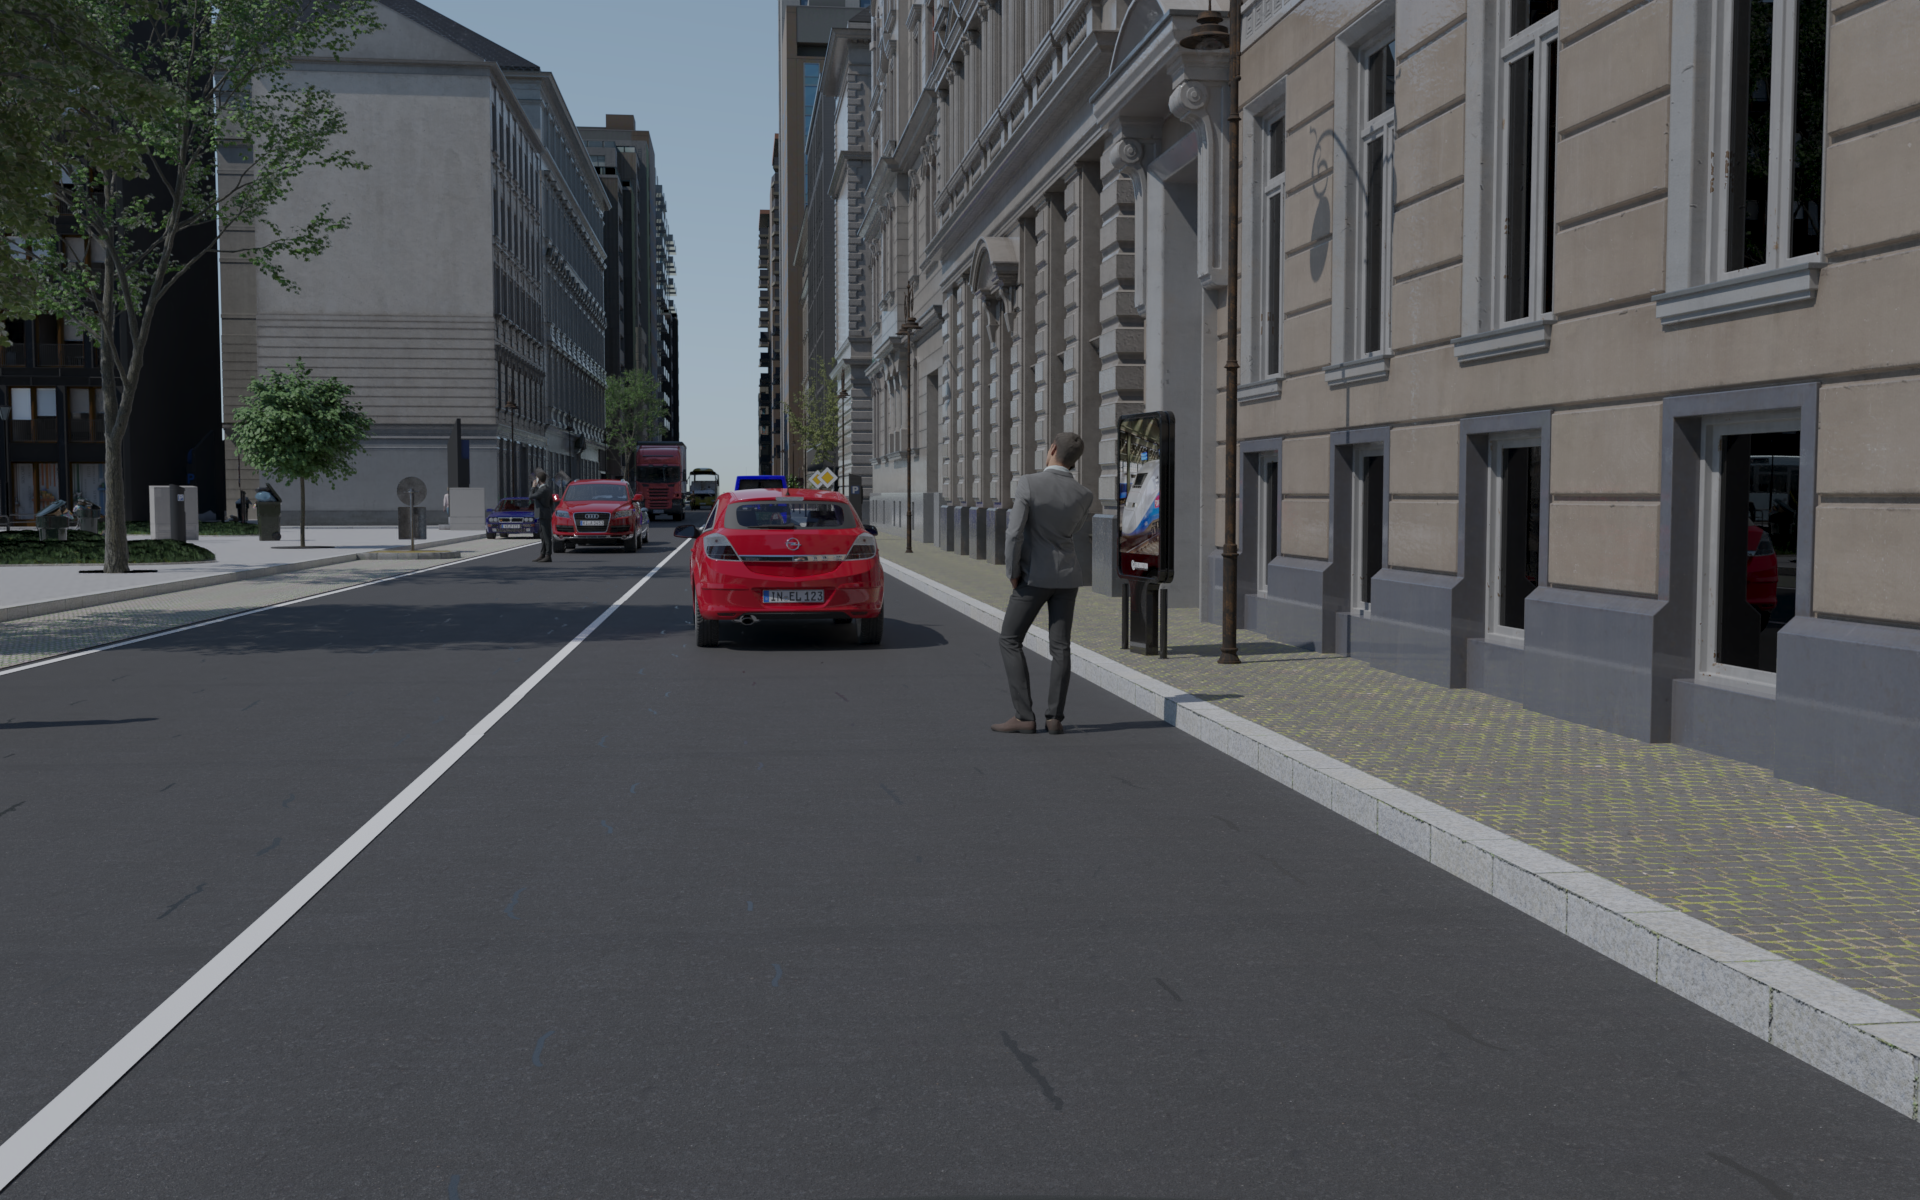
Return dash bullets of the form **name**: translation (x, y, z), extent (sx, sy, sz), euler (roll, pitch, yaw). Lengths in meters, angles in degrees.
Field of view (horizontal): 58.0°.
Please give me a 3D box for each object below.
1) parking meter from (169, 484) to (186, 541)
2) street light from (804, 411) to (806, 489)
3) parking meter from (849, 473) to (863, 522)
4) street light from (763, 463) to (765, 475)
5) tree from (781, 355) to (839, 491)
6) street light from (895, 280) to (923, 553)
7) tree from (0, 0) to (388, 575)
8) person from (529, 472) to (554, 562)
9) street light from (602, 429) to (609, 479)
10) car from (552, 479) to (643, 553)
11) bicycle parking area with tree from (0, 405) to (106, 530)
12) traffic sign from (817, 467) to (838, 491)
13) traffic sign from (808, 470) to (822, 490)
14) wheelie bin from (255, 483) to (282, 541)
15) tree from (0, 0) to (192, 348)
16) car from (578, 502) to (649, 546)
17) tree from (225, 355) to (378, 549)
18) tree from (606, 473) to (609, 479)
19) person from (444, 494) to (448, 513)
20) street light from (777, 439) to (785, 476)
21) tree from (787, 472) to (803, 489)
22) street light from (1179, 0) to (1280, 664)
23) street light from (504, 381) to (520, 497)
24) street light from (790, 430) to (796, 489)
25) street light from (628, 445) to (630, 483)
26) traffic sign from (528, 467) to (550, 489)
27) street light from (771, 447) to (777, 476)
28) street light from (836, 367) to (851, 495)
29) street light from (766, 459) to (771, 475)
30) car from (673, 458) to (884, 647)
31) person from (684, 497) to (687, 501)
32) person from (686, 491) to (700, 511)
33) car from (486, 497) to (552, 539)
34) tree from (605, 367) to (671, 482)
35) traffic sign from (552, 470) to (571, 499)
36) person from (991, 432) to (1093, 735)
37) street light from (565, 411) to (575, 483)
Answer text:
- **parking meter**: translation (-20.409, -2.250, 45.193), extent (0.372, 1.533, 0.369), euler (0, 3, 0)
- **street light**: translation (-8.625, -7.577, 96.665), extent (0.468, 5.910, 1.993), euler (0, 4, -7)
- **parking meter**: translation (-2.905, -2.610, 48.377), extent (0.399, 1.863, 0.255), euler (0, 4, -1)
- **street light**: translation (-24.668, -15.257, 222.238), extent (0.468, 5.910, 1.993), euler (0, 4, -7)
- **tree**: translation (-6.776, -8.483, 89.053), extent (4.737, 8.622, 4.395), euler (0, 3, 0)
- **street light**: translation (-1.111, -3.968, 37.669), extent (0.468, 5.910, 1.993), euler (0, 4, -7)
- **tree**: translation (-13.592, -6.250, 27.946), extent (9.928, 11.665, 9.643), euler (0, 3, 0)
- **person**: translation (-8.801, -1.744, 36.378), extent (0.474, 1.900, 0.648), euler (0, 4, -7)
- **street light**: translation (-24.758, -9.068, 121.047), extent (0.468, 5.910, 1.993), euler (0, 4, -7)
- **car**: translation (-9.158, -2.157, 43.936), extent (2.281, 1.827, 5.304), euler (0, 4, -8)
- **bicycle parking area with tree**: translation (-33.460, -4.253, 56.545), extent (8.231, 4.147, 9.016), euler (1, 4, 19)
- **traffic sign**: translation (-4.908, -3.701, 64.162), extent (0.795, 2.450, 0.064), euler (0, 4, -7)
- **traffic sign**: translation (-5.920, -4.186, 72.083), extent (0.795, 2.450, 0.064), euler (0, 4, -7)
- **wheelie bin**: translation (-18.975, -2.423, 47.518), extent (0.693, 1.594, 0.980), euler (-2, 4, -25)
- **tree**: translation (-11.074, -6.016, 16.486), extent (7.486, 12.596, 7.792), euler (0, 3, 0)
- **car**: translation (-9.897, -2.298, 49.569), extent (2.014, 1.417, 4.499), euler (0, 4, -6)
- **tree**: translation (-15.571, -3.501, 40.960), extent (4.285, 4.588, 4.351), euler (0, 3, 0)
- **tree**: translation (-27.351, -8.478, 133.211), extent (1.663, 3.219, 1.824), euler (0, 3, 0)
- **person**: translation (-19.444, -3.507, 66.516), extent (0.731, 1.740, 0.598), euler (-1, 4, -18)
- **street light**: translation (-14.972, -10.612, 146.296), extent (0.468, 5.910, 1.993), euler (0, 4, -7)
- **tree**: translation (-14.677, -9.512, 150.124), extent (1.663, 3.219, 1.824), euler (0, 3, 0)
- **street light**: translation (2.041, -2.457, 12.953), extent (0.468, 5.910, 1.993), euler (0, 4, -7)
- **street light**: translation (-18.364, -6.014, 71.121), extent (0.468, 5.910, 1.993), euler (0, 4, -7)
- **street light**: translation (-11.675, -9.089, 121.394), extent (0.468, 5.910, 1.993), euler (0, 4, -7)
- **street light**: translation (-28.102, -10.648, 146.878), extent (0.468, 5.910, 1.993), euler (0, 4, -7)
- **traffic sign**: translation (-15.271, -3.622, 62.864), extent (0.795, 2.450, 0.064), euler (0, 4, -7)
- **street light**: translation (-18.215, -12.189, 172.084), extent (0.468, 5.910, 1.993), euler (0, 4, -7)
- **street light**: translation (-4.253, -5.523, 63.083), extent (0.468, 5.910, 1.993), euler (0, 4, -7)
- **street light**: translation (-21.444, -13.701, 196.791), extent (0.468, 5.910, 1.993), euler (0, 4, -7)
- **car**: translation (-1.861, -0.539, 17.848), extent (2.155, 1.783, 4.494), euler (-1, 4, -9)
- **person**: translation (-35.142, -12.993, 221.618), extent (0.721, 1.739, 1.217), euler (0, 4, 5)
- **person**: translation (-22.784, -8.481, 147.880), extent (1.217, 1.735, 0.721), euler (-1, 4, -21)
- **car**: translation (-14.232, -2.658, 56.043), extent (1.945, 1.354, 3.894), euler (0, 4, -6)
- **tree**: translation (-27.217, -13.174, 141.150), extent (9.928, 11.665, 9.643), euler (0, 3, 0)
- **traffic sign**: translation (-16.283, -4.107, 70.785), extent (0.795, 2.450, 0.064), euler (0, 4, -7)
- **person**: translation (0.493, -0.105, 10.401), extent (0.592, 1.802, 0.473), euler (-1, 4, -10)
- **street light**: translation (-21.660, -7.550, 96.224), extent (0.468, 5.910, 1.993), euler (0, 4, -7)
